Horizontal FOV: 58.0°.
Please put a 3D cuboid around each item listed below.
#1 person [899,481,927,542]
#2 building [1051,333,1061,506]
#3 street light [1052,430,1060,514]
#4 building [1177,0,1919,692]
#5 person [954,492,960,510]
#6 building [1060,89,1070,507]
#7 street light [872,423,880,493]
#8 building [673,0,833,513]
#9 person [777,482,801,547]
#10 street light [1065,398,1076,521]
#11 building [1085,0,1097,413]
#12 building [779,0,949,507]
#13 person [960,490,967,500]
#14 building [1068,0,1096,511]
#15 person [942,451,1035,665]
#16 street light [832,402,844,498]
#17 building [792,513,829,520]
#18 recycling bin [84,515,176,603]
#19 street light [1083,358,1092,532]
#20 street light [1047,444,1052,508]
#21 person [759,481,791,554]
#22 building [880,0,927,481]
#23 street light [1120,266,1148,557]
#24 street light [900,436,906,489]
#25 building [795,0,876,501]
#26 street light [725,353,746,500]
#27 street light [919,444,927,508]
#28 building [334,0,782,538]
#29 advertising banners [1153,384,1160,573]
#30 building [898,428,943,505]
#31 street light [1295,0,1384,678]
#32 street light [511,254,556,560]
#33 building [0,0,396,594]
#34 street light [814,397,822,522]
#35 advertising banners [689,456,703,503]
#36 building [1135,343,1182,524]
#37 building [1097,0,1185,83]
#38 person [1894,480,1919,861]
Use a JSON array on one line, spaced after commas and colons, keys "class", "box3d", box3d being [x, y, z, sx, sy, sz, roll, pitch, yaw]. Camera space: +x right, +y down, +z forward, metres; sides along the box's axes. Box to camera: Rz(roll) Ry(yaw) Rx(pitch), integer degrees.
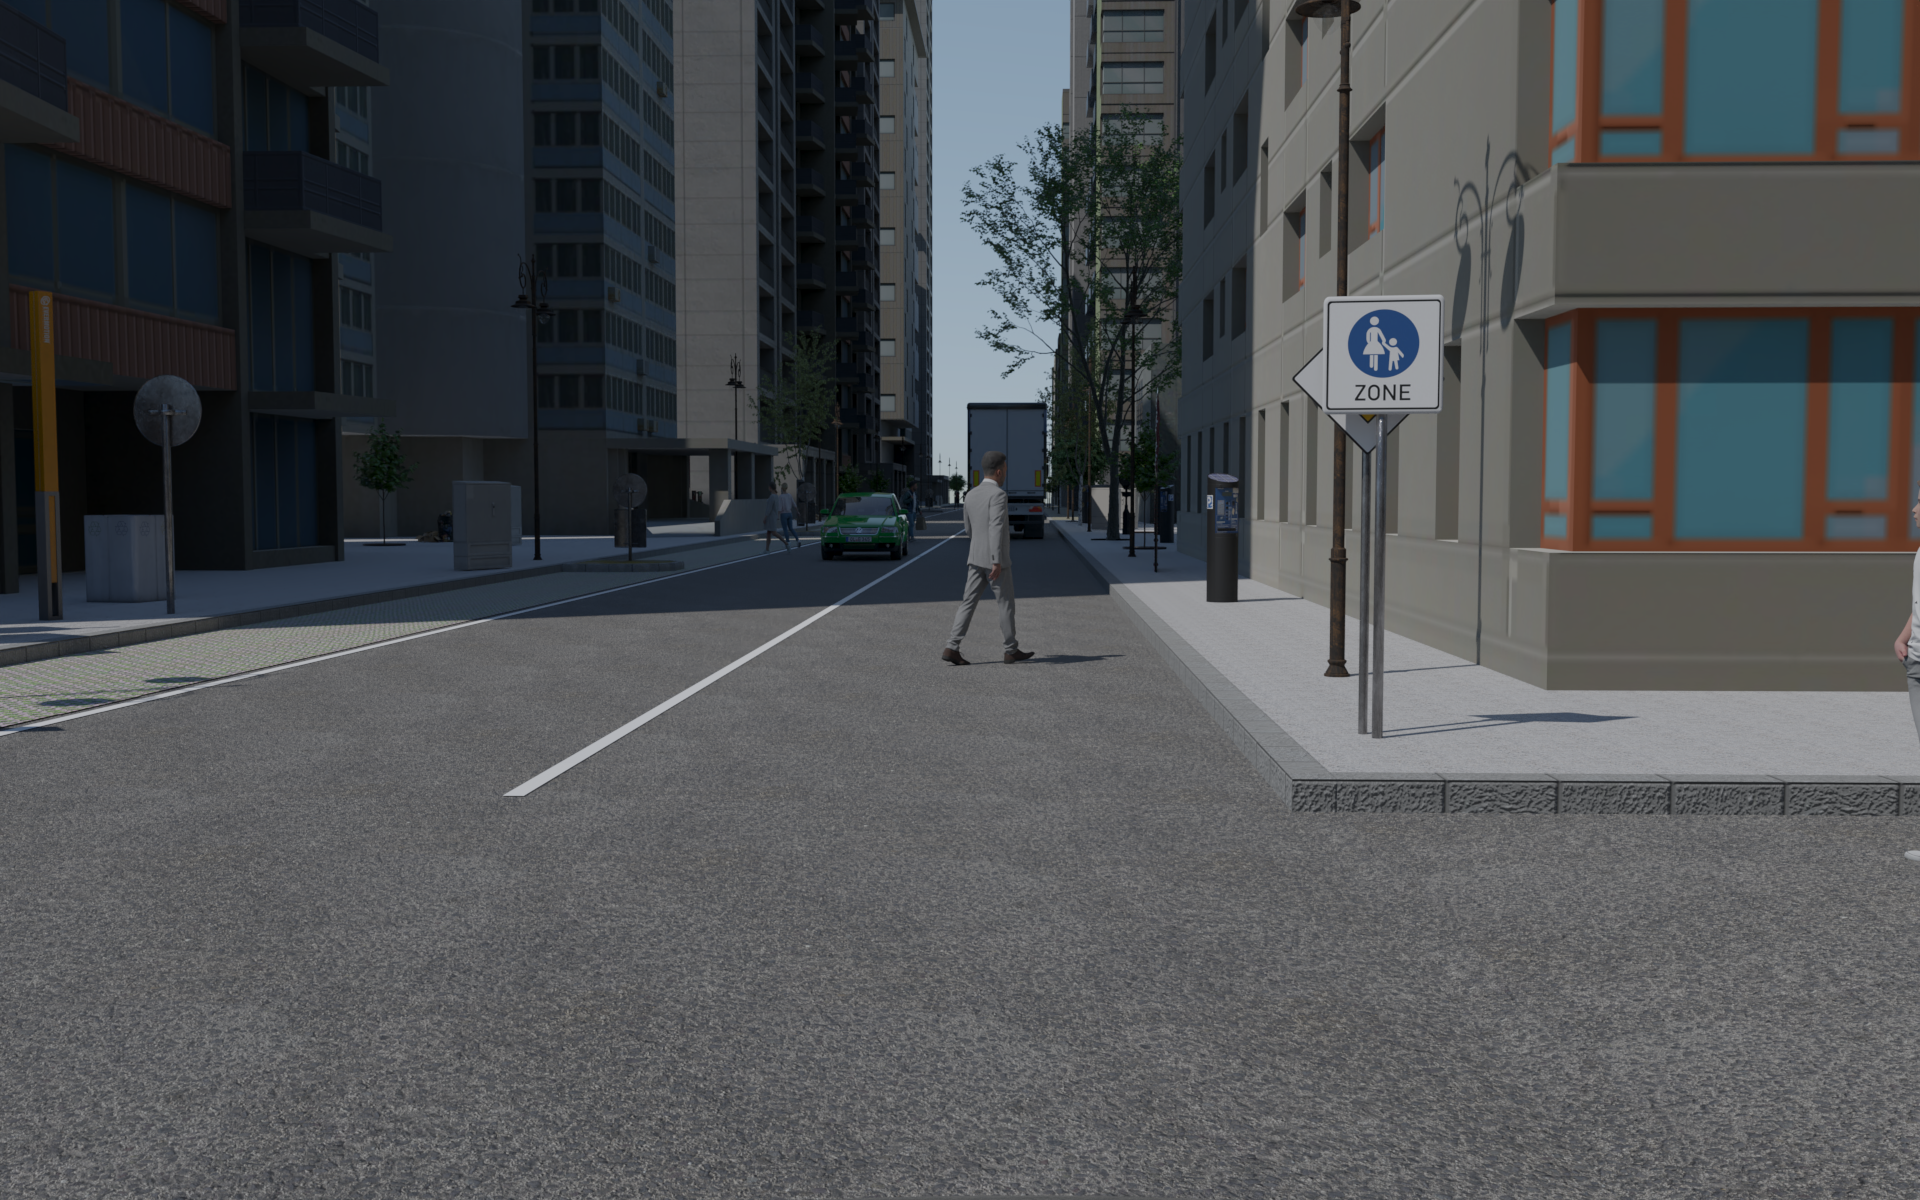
[{"class": "person", "box3d": [-1.388, -2.620, 51.321, 0.794, 1.824, 0.713, -3, 5, -41]}, {"class": "building", "box3d": [24.942, -21.696, 199.768, 27.650, 21.520, 28.899, 0, 4, 2]}, {"class": "street light", "box3d": [6.486, -8.608, 113.531, 0.468, 5.910, 1.993, 0, 4, 2]}, {"class": "building", "box3d": [18.787, -10.940, 23.904, 28.899, 21.520, 27.650, 0, 4, 2]}, {"class": "person", "box3d": [-0.313, -9.069, 158.250, 0.593, 1.643, 0.415, -2, 4, -31]}, {"class": "building", "box3d": [17.354, -30.238, 177.983, 14.154, 41.232, 14.086, 0, 4, 2]}, {"class": "street light", "box3d": [-5.308, -8.441, 110.799, 0.468, 5.910, 1.993, 0, 4, 2]}, {"class": "building", "box3d": [-15.022, -43.158, 143.892, 20.563, 71.187, 20.611, 0, 4, 2]}, {"class": "person", "box3d": [-4.504, -2.275, 46.362, 0.598, 1.740, 0.731, 2, 4, 29]}, {"class": "street light", "box3d": [5.416, -6.735, 82.906, 0.468, 5.910, 1.993, 0, 4, 2]}, {"class": "building", "box3d": [19.742, -30.280, 114.683, 23.786, 49.044, 30.456, 0, 4, 2]}, {"class": "building", "box3d": [-11.872, -48.451, 230.423, 20.563, 71.187, 20.611, 0, 4, 2]}, {"class": "person", "box3d": [0.611, -8.094, 140.858, 1.348, 1.821, 0.705, -1, 4, -10]}, {"class": "building", "box3d": [19.589, -36.801, 143.699, 21.231, 58.520, 28.212, 0, 4, 2]}, {"class": "person", "box3d": [0.226, -0.353, 14.552, 0.850, 1.792, 0.678, -2, 4, -35]}, {"class": "street light", "box3d": [-6.162, -7.004, 87.299, 0.468, 5.910, 1.993, 0, 4, 2]}, {"class": "building", "box3d": [-17.600, -40.121, 94.223, 20.563, 71.187, 20.611, 0, 4, 2]}, {"class": "recycling bin", "box3d": [-9.951, -0.503, 20.772, 0.722, 1.027, 0.722, 1, 4, 14]}, {"class": "street light", "box3d": [4.394, -5.254, 58.693, 0.468, 5.910, 1.993, 0, 4, 2]}, {"class": "street light", "box3d": [7.347, -10.026, 136.715, 0.468, 5.910, 1.993, 0, 4, 2]}, {"class": "person", "box3d": [-4.404, -1.950, 41.137, 0.760, 1.731, 0.466, -1, 4, -23]}, {"class": "building", "box3d": [-18.426, -36.306, 182.844, 28.713, 52.752, 27.495, 0, 4, 2]}, {"class": "street light", "box3d": [3.515, -3.817, 35.201, 0.468, 5.910, 1.993, 0, 4, 2]}, {"class": "street light", "box3d": [-4.418, -9.859, 133.982, 0.468, 5.910, 1.993, 0, 4, 2]}, {"class": "building", "box3d": [-17.558, -28.468, 120.083, 22.147, 44.769, 28.867, 0, 4, 2]}, {"class": "street light", "box3d": [-7.357, -5.149, 56.966, 0.468, 5.910, 1.993, 0, 4, 2]}, {"class": "street light", "box3d": [-3.555, -11.294, 157.446, 0.468, 5.910, 1.993, 0, 4, 2]}, {"class": "building", "box3d": [-23.062, -22.423, 58.491, 32.217, 40.220, 23.993, 0, 4, 2]}, {"class": "advertising banners", "box3d": [3.248, -1.984, 28.618, 0.090, 3.025, 2.074, 0, 4, 6]}, {"class": "building", "box3d": [-18.531, -31.643, 209.238, 32.217, 40.220, 23.993, 0, 4, 2]}, {"class": "street light", "box3d": [2.654, -2.399, 12.016, 0.468, 5.910, 1.993, 0, 4, 2]}, {"class": "street light", "box3d": [-8.211, -3.713, 33.495, 0.468, 5.910, 1.993, 0, 4, 2]}, {"class": "building", "box3d": [-21.726, -22.586, 23.912, 22.147, 44.769, 28.867, 0, 4, 2]}, {"class": "street light", "box3d": [-6.496, -6.567, 80.151, 0.468, 5.910, 1.993, 0, 4, 2]}, {"class": "advertising banners", "box3d": [-11.713, -4.900, 76.310, 0.090, 3.025, 2.074, 1, 4, 11]}, {"class": "building", "box3d": [19.130, -46.101, 66.425, 22.319, 86.520, 31.000, 0, 4, 2]}, {"class": "building", "box3d": [14.258, -25.006, 92.450, 14.154, 41.232, 14.086, 0, 4, 2]}, {"class": "person", "box3d": [3.821, 0.273, 6.641, 0.523, 1.515, 0.503, -2, 4, -34]}]
